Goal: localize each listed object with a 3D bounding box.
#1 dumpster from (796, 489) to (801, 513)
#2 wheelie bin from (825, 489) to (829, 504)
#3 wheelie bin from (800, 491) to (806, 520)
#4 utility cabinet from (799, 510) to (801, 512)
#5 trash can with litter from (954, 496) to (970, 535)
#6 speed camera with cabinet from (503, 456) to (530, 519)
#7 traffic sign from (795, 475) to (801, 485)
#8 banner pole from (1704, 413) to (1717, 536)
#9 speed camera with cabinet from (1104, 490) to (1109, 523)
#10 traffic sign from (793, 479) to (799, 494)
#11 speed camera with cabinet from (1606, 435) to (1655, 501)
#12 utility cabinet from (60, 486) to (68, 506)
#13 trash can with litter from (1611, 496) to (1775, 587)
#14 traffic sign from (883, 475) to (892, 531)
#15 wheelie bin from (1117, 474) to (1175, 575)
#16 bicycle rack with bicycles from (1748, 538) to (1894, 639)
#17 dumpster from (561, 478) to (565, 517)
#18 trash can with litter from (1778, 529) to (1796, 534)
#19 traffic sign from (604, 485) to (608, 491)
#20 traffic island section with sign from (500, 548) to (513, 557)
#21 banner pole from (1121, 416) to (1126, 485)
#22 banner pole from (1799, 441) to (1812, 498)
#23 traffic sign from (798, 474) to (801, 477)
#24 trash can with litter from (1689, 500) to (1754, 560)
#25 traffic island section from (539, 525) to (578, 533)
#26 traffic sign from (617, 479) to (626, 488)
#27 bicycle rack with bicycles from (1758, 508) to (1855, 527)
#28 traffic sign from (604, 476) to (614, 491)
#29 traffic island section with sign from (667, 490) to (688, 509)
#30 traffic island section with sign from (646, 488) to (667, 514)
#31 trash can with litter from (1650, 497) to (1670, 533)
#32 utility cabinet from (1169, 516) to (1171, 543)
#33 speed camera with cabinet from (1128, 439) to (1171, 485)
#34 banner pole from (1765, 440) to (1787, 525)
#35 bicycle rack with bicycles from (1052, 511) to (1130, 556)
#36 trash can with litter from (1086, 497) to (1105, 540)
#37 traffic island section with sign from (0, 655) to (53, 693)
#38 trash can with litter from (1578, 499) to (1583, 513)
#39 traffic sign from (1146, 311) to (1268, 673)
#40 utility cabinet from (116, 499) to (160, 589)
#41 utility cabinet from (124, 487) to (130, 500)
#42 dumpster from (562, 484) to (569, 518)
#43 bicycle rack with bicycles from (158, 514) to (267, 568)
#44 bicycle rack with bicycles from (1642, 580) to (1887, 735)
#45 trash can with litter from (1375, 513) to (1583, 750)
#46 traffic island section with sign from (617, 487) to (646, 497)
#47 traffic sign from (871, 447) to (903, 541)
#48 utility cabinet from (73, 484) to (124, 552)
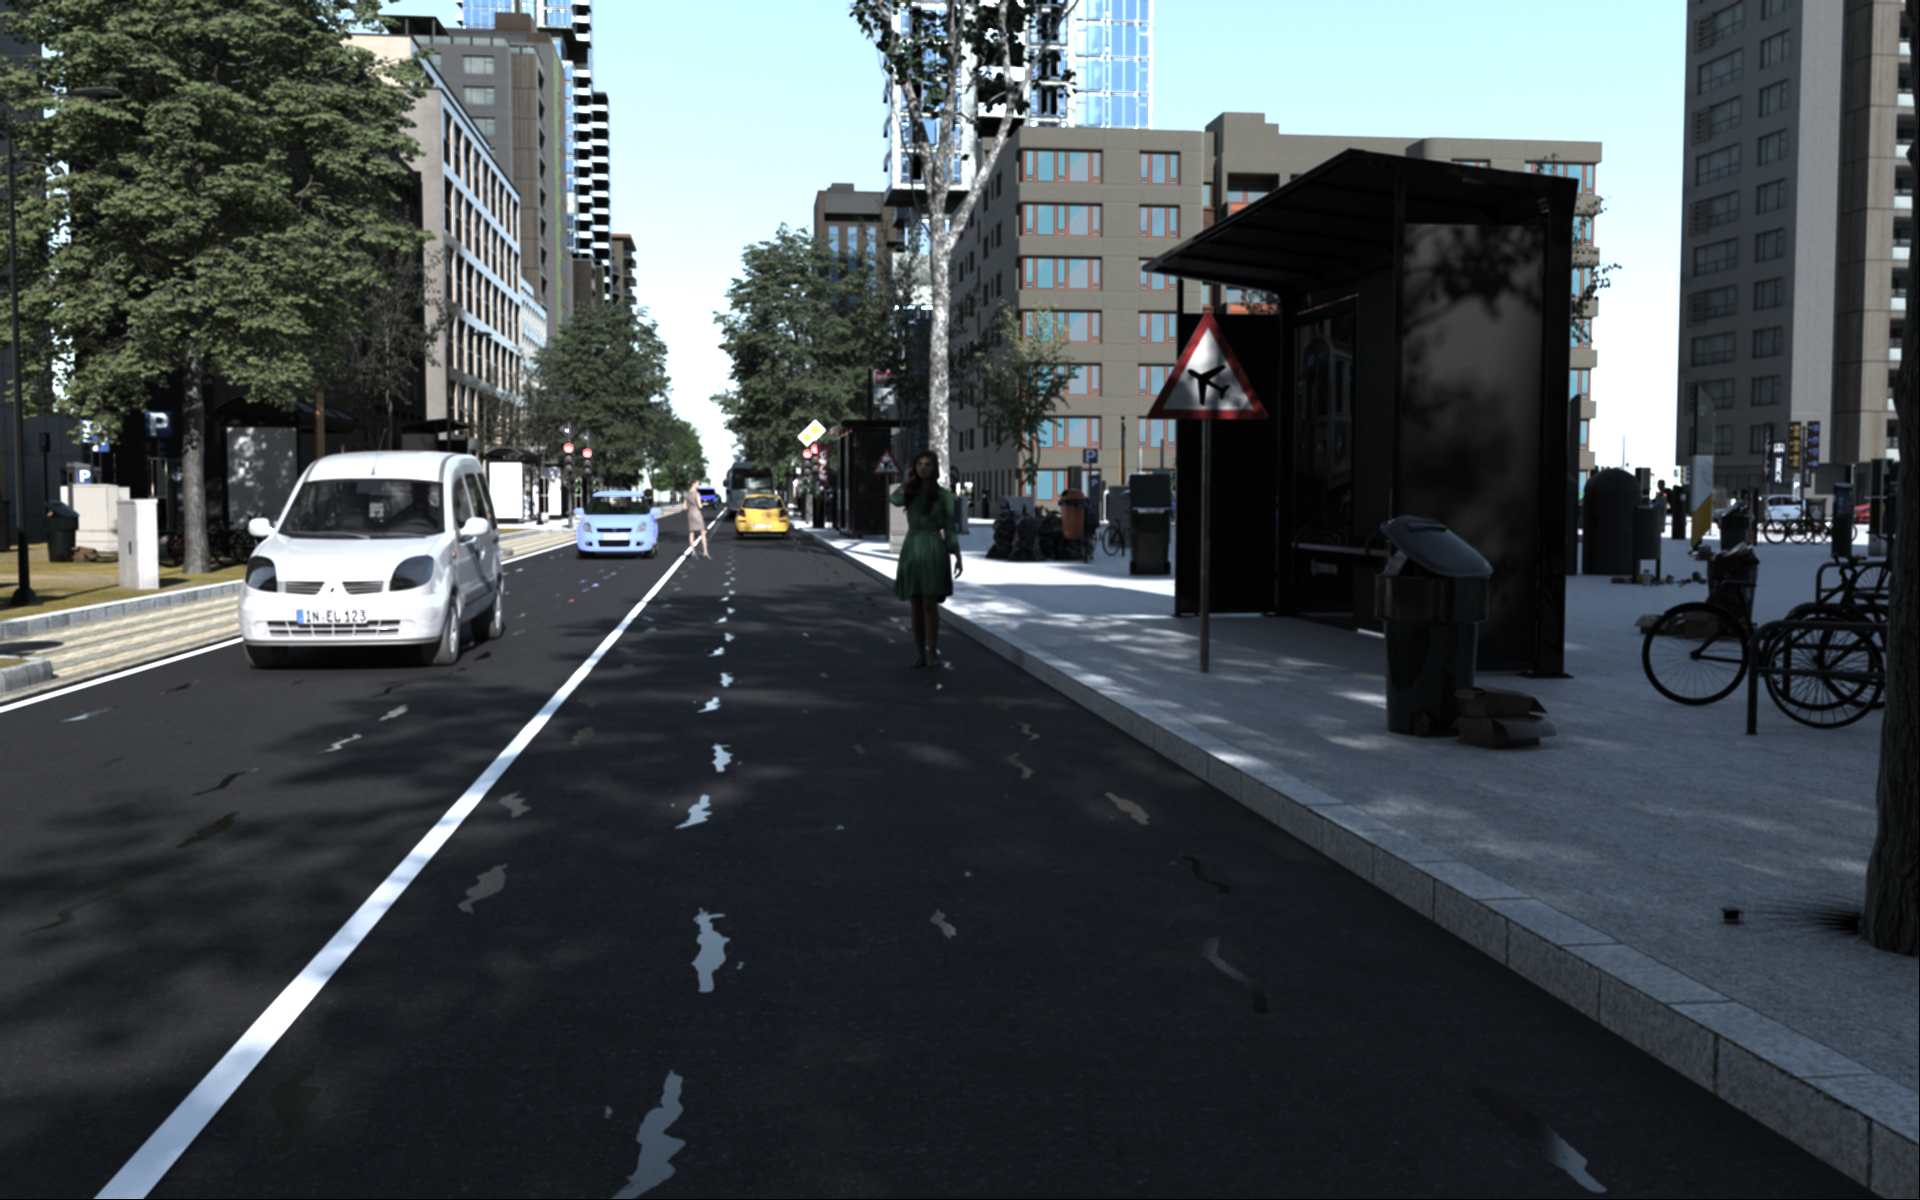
[{"bbox_3d":[-10.622,-6.926,118.997,1.264,1.857,1.865,0,4,-7],"label":"dumpster"},{"bbox_3d":[-7.868,-5.882,104.083,0.693,1.594,0.980,-1,4,-10],"label":"wheelie bin"},{"bbox_3d":[-7.221,-4.583,82.846,0.980,1.594,0.693,-2,4,-35],"label":"wheelie bin"},{"bbox_3d":[-12.584,-7.476,133.401,0.306,1.237,1.020,2,4,32],"label":"utility cabinet"},{"bbox_3d":[-0.522,-2.705,55.278,2.233,1.210,1.678,-3,5,-45],"label":"trash can with litter"},{"bbox_3d":[-22.665,-5.737,88.144,2.038,3.252,0.660,3,5,43],"label":"speed camera with cabinet"},{"bbox_3d":[-9.076,-6.119,100.056,0.884,2.594,0.081,0,4,-3],"label":"traffic sign"},{"bbox_3d":[23.120,-3.891,53.628,0.401,3.779,0.863,-1,4,-15],"label":"banner pole"},{"bbox_3d":[7.160,-4.936,75.038,0.660,3.252,2.038,-3,5,-44],"label":"speed camera with cabinet"},{"bbox_3d":[-10.768,-7.005,115.714,0.795,2.450,0.064,0,4,-5],"label":"traffic sign"},{"bbox_3d":[22.645,-3.923,58.475,2.038,3.252,0.660,-2,4,-35],"label":"speed camera with cabinet"},{"bbox_3d":[-23.646,-2.335,46.849,1.173,1.500,0.318,-2,4,-24],"label":"utility cabinet"},{"bbox_3d":[10.257,-0.851,24.964,2.233,1.210,1.678,-2,4,-29],"label":"trash can with litter"},{"bbox_3d":[-2.599,-3.603,59.012,0.768,2.556,0.104,0,4,-4],"label":"traffic sign"},{"bbox_3d":[2.991,-1.206,27.623,0.980,1.594,0.693,0,4,2],"label":"wheelie bin"},{"bbox_3d":[9.724,-0.182,16.364,2.925,0.926,2.852,-1,4,-23],"label":"bicycle rack with bicycles"},{"bbox_3d":[-22.714,-5.783,97.050,1.502,2.255,1.985,0,4,-7],"label":"dumpster"},{"bbox_3d":[26.228,-2.777,56.458,1.678,1.210,2.233,-1,4,-16],"label":"trash can with litter"},{"bbox_3d":[-25.000,-7.517,123.015,0.768,2.556,0.104,0,4,2],"label":"traffic sign"},{"bbox_3d":[-11.373,-1.911,39.874,1.989,1.847,2.006,0,4,-7],"label":"traffic island section with sign"},{"bbox_3d":[5.279,-4.031,55.919,0.401,3.779,0.863,1,4,12],"label":"banner pole"},{"bbox_3d":[39.612,-5.579,81.230,0.401,3.779,0.863,-1,4,-18],"label":"banner pole"},{"bbox_3d":[-9.317,-6.332,103.633,0.768,2.556,0.104,0,4,1],"label":"traffic sign"},{"bbox_3d":[14.710,-1.349,33.448,1.055,1.170,0.624,0,4,6],"label":"trash can with litter"},{"bbox_3d":[-14.499,-2.575,64.376,2.009,0.180,2.903,0,4,-7],"label":"traffic island section"},{"bbox_3d":[-23.085,-7.092,118.089,0.606,2.300,0.079,0,4,2],"label":"traffic sign"},{"bbox_3d":[21.836,-1.927,44.882,2.852,0.926,2.925,-2,4,-34],"label":"bicycle rack with bicycles"},{"bbox_3d":[-24.357,-7.337,120.063,0.768,2.556,0.104,0,4,-4],"label":"traffic sign"},{"bbox_3d":[-28.093,-9.898,170.463,1.989,1.847,2.006,0,4,-7],"label":"traffic island section with sign"},{"bbox_3d":[-21.853,-6.919,121.754,1.989,1.847,2.006,0,4,-7],"label":"traffic island section with sign"},{"bbox_3d":[23.057,-2.795,57.080,0.624,1.170,1.055,2,4,23],"label":"trash can with litter"},{"bbox_3d":[5.260,-2.105,45.572,0.306,1.237,1.020,-1,4,-11],"label":"utility cabinet"},{"bbox_3d":[6.571,-4.159,62.342,2.038,3.252,0.660,1,4,9],"label":"speed camera with cabinet"},{"bbox_3d":[33.389,-4.955,71.034,0.863,3.779,0.401,2,4,24],"label":"banner pole"},{"bbox_3d":[2.887,-1.431,36.775,2.852,0.926,2.925,2,4,33],"label":"bicycle rack with bicycles"},{"bbox_3d":[3.386,-2.297,48.621,1.678,1.210,2.233,-2,4,-24],"label":"trash can with litter"},{"bbox_3d":[-7.888,-0.247,12.661,1.989,1.847,2.006,0,4,-7],"label":"traffic island section with sign"},{"bbox_3d":[22.586,-3.165,63.127,1.055,1.170,0.624,-1,4,-17],"label":"trash can with litter"},{"bbox_3d":[1.759,-0.758,12.395,0.884,2.594,0.081,0,4,-6],"label":"traffic sign"},{"bbox_3d":[-11.284,-0.770,23.756,0.306,1.237,1.020,-3,4,-39],"label":"utility cabinet"},{"bbox_3d":[-26.264,-2.743,53.523,0.318,1.500,1.173,2,4,28],"label":"utility cabinet"},{"bbox_3d":[-21.702,-5.369,93.538,1.264,1.857,1.865,0,4,-7],"label":"dumpster"},{"bbox_3d":[-13.381,-1.115,31.619,2.925,0.926,2.852,-2,4,-35],"label":"bicycle rack with bicycles"},{"bbox_3d":[5.368,0.223,9.729,2.925,0.926,2.852,2,4,32],"label":"bicycle rack with bicycles"},{"bbox_3d":[2.689,0.138,9.129,0.624,1.170,1.055,-2,4,-29],"label":"trash can with litter"},{"bbox_3d":[-18.404,-5.269,94.778,1.989,1.847,2.006,0,4,-7],"label":"traffic island section with sign"},{"bbox_3d":[-2.002,-2.902,47.450,0.884,2.594,0.081,0,4,-3],"label":"traffic sign"},{"bbox_3d":[-18.925,-1.792,37.979,1.173,1.500,0.318,2,4,29],"label":"utility cabinet"}]
